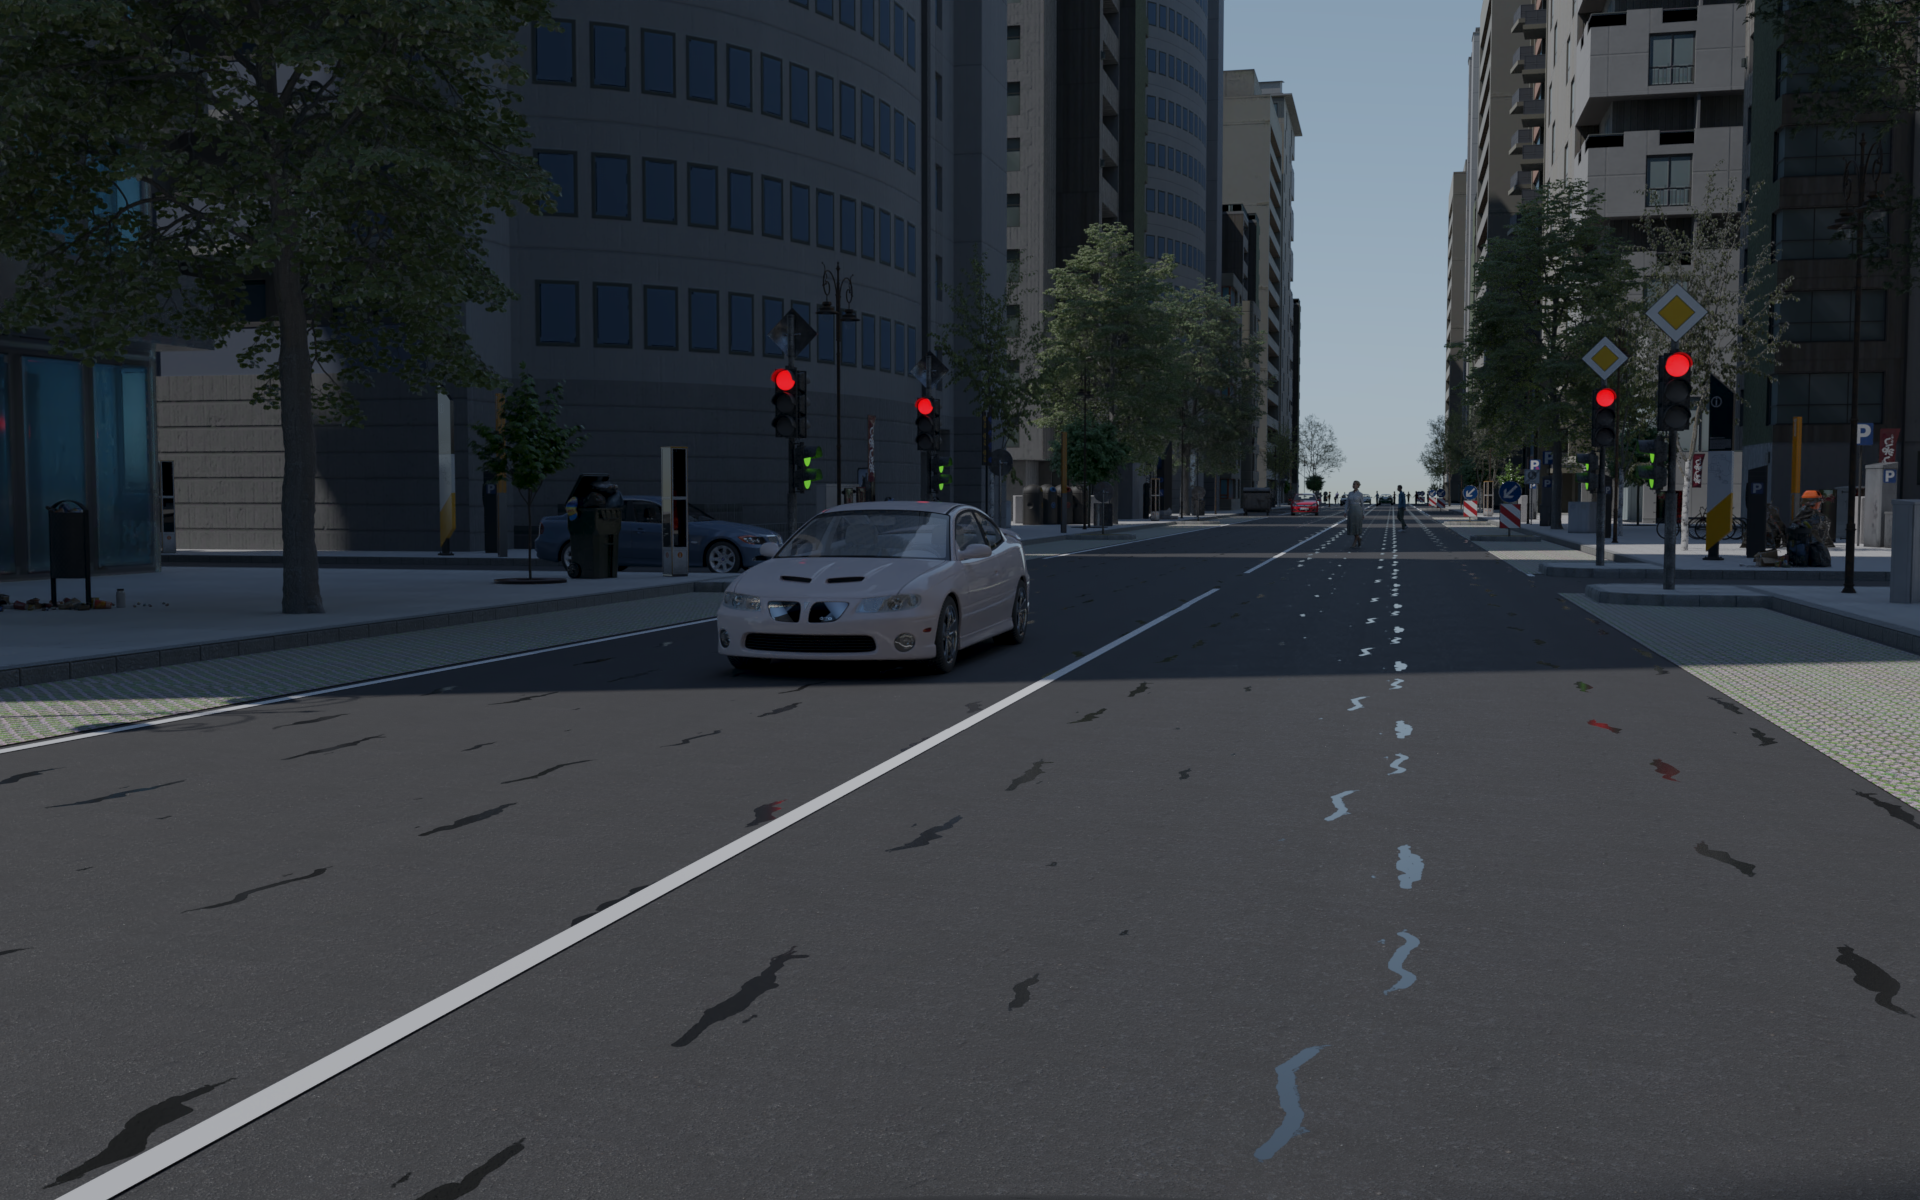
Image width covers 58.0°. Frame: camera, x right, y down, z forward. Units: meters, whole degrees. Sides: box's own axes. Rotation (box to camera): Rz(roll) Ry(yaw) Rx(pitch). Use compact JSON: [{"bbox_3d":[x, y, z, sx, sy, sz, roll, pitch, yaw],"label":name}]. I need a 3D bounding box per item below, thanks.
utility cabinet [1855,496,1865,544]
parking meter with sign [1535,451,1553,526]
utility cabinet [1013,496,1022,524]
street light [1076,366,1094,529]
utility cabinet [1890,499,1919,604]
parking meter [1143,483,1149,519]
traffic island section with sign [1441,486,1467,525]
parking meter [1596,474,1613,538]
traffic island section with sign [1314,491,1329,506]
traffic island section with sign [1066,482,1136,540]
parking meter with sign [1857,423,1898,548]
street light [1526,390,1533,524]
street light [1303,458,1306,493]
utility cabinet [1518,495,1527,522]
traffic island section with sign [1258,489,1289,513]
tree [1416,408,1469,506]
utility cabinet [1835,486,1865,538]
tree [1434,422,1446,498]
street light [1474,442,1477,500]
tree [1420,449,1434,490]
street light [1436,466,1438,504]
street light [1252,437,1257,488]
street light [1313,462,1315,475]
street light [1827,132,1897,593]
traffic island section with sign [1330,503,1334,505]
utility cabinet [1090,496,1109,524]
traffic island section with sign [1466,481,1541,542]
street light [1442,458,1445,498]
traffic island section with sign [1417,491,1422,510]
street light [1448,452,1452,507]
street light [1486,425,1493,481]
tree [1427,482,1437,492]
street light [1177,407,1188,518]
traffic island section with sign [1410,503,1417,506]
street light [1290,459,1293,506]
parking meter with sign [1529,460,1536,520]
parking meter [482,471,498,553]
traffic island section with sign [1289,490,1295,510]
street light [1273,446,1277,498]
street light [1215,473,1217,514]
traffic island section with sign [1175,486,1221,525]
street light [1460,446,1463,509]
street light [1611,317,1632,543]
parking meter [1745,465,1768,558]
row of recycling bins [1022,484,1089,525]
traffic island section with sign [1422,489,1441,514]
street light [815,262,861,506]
[{"bbox_3d":[23.553,-2.061,44.860,1.020,1.237,0.306,-2,4,-28],"label":"utility cabinet"},{"bbox_3d":[23.606,-4.486,69.612,0.543,3.016,1.738,2,4,23],"label":"parking meter with sign"},{"bbox_3d":[2.837,-3.928,75.383,1.020,1.237,0.306,-1,4,-20],"label":"utility cabinet"},{"bbox_3d":[4.518,-5.494,62.620,0.468,5.910,1.993,1,4,14],"label":"street light"},{"bbox_3d":[11.505,-0.575,20.560,1.020,1.237,0.306,-2,4,-27],"label":"utility cabinet"},{"bbox_3d":[9.620,-5.126,89.523,0.255,1.863,0.399,-1,4,-9],"label":"parking meter"},{"bbox_3d":[23.273,-4.334,79.488,1.989,1.847,2.006,1,4,14],"label":"traffic island section with sign"},{"bbox_3d":[18.747,-2.731,50.371,0.399,1.863,0.255,-2,4,-23],"label":"parking meter"},{"bbox_3d":[43.561,-12.373,210.923,1.989,1.847,2.006,1,4,14],"label":"traffic island section with sign"},{"bbox_3d":[4.494,-2.808,54.537,1.989,1.847,2.006,1,4,14],"label":"traffic island section with sign"},{"bbox_3d":[22.143,-2.777,41.665,0.543,3.016,1.738,0,4,-4],"label":"parking meter with sign"},{"bbox_3d":[24.240,-6.174,73.738,0.468,5.910,1.993,1,4,14],"label":"street light"},{"bbox_3d":[43.373,-15.005,218.115,0.468,5.910,1.993,1,4,14],"label":"street light"},{"bbox_3d":[25.548,-4.126,78.623,0.306,1.237,1.020,1,4,10],"label":"utility cabinet"},{"bbox_3d":[23.534,-7.467,130.714,1.989,1.847,2.006,1,4,14],"label":"traffic island section with sign"},{"bbox_3d":[53.217,-15.462,187.223,8.767,10.594,7.601,3,5,45],"label":"tree"},{"bbox_3d":[25.249,-2.478,49.198,0.318,1.500,1.173,0,4,0],"label":"utility cabinet"},{"bbox_3d":[39.072,-11.207,133.593,4.360,8.622,3.978,0,3,0],"label":"tree"},{"bbox_3d":[35.885,-9.022,120.298,0.468,5.910,1.993,1,4,14],"label":"street light"},{"bbox_3d":[59.372,-16.103,213.646,4.360,8.622,3.978,0,3,0],"label":"tree"},{"bbox_3d":[62.615,-15.558,227.153,0.468,5.910,1.993,1,4,14],"label":"street light"},{"bbox_3d":[23.154,-10.045,137.019,0.468,5.910,1.993,1,4,14],"label":"street light"},{"bbox_3d":[50.447,-16.755,246.734,0.468,5.910,1.993,1,4,14],"label":"street light"},{"bbox_3d":[11.540,-3.029,22.308,0.468,5.910,1.993,1,4,14],"label":"street light"},{"bbox_3d":[50.182,-13.992,237.392,1.989,1.847,2.006,1,4,14],"label":"traffic island section with sign"},{"bbox_3d":[6.008,-3.935,75.500,1.020,1.237,0.306,-2,4,-32],"label":"utility cabinet"},{"bbox_3d":[16.609,-2.702,52.812,1.989,1.847,2.006,1,4,14],"label":"traffic island section with sign"},{"bbox_3d":[55.602,-13.846,199.174,0.468,5.910,1.993,1,4,14],"label":"street light"},{"bbox_3d":[41.842,-8.881,153.834,1.989,1.847,2.006,1,4,14],"label":"traffic island section with sign"},{"bbox_3d":[50.131,-12.508,177.294,0.468,5.910,1.993,1,4,14],"label":"street light"},{"bbox_3d":[31.374,-7.932,102.478,0.468,5.910,1.993,1,4,14],"label":"street light"},{"bbox_3d":[67.521,-15.467,247.480,1.663,3.219,1.824,0,3,0],"label":"tree"},{"bbox_3d":[11.692,-7.238,91.124,0.468,5.910,1.993,1,4,14],"label":"street light"},{"bbox_3d":[55.204,-12.150,207.271,1.989,1.847,2.006,1,4,14],"label":"traffic island section with sign"},{"bbox_3d":[36.266,-13.271,189.763,0.468,5.910,1.993,1,4,14],"label":"street light"},{"bbox_3d":[28.904,-5.575,87.412,0.543,3.016,1.738,2,4,23],"label":"parking meter with sign"},{"bbox_3d":[-10.137,-1.951,37.610,0.399,1.863,0.255,1,4,9],"label":"parking meter"},{"bbox_3d":[30.135,-9.085,157.172,1.989,1.847,2.006,1,4,14],"label":"traffic island section with sign"},{"bbox_3d":[30.106,-11.783,165.436,0.468,5.910,1.993,1,4,14],"label":"street light"},{"bbox_3d":[16.097,-8.326,108.914,0.468,5.910,1.993,1,4,14],"label":"street light"},{"bbox_3d":[11.260,-4.466,81.640,1.989,1.847,2.006,1,4,14],"label":"traffic island section with sign"},{"bbox_3d":[43.132,-10.770,148.871,0.468,5.910,1.993,1,4,14],"label":"street light"},{"bbox_3d":[17.187,-4.433,45.274,0.468,5.910,1.993,1,4,14],"label":"street light"},{"bbox_3d":[15.994,-1.779,34.805,0.399,1.863,0.255,2,4,26],"label":"parking meter"},{"bbox_3d":[3.984,-4.017,72.784,3.534,1.692,1.069,-3,5,-42],"label":"row of recycling bins"},{"bbox_3d":[35.117,-7.235,126.925,1.989,1.847,2.006,1,4,14],"label":"traffic island section with sign"},{"bbox_3d":[-2.426,-3.782,34.623,0.468,5.910,1.993,1,4,14],"label":"street light"}]
